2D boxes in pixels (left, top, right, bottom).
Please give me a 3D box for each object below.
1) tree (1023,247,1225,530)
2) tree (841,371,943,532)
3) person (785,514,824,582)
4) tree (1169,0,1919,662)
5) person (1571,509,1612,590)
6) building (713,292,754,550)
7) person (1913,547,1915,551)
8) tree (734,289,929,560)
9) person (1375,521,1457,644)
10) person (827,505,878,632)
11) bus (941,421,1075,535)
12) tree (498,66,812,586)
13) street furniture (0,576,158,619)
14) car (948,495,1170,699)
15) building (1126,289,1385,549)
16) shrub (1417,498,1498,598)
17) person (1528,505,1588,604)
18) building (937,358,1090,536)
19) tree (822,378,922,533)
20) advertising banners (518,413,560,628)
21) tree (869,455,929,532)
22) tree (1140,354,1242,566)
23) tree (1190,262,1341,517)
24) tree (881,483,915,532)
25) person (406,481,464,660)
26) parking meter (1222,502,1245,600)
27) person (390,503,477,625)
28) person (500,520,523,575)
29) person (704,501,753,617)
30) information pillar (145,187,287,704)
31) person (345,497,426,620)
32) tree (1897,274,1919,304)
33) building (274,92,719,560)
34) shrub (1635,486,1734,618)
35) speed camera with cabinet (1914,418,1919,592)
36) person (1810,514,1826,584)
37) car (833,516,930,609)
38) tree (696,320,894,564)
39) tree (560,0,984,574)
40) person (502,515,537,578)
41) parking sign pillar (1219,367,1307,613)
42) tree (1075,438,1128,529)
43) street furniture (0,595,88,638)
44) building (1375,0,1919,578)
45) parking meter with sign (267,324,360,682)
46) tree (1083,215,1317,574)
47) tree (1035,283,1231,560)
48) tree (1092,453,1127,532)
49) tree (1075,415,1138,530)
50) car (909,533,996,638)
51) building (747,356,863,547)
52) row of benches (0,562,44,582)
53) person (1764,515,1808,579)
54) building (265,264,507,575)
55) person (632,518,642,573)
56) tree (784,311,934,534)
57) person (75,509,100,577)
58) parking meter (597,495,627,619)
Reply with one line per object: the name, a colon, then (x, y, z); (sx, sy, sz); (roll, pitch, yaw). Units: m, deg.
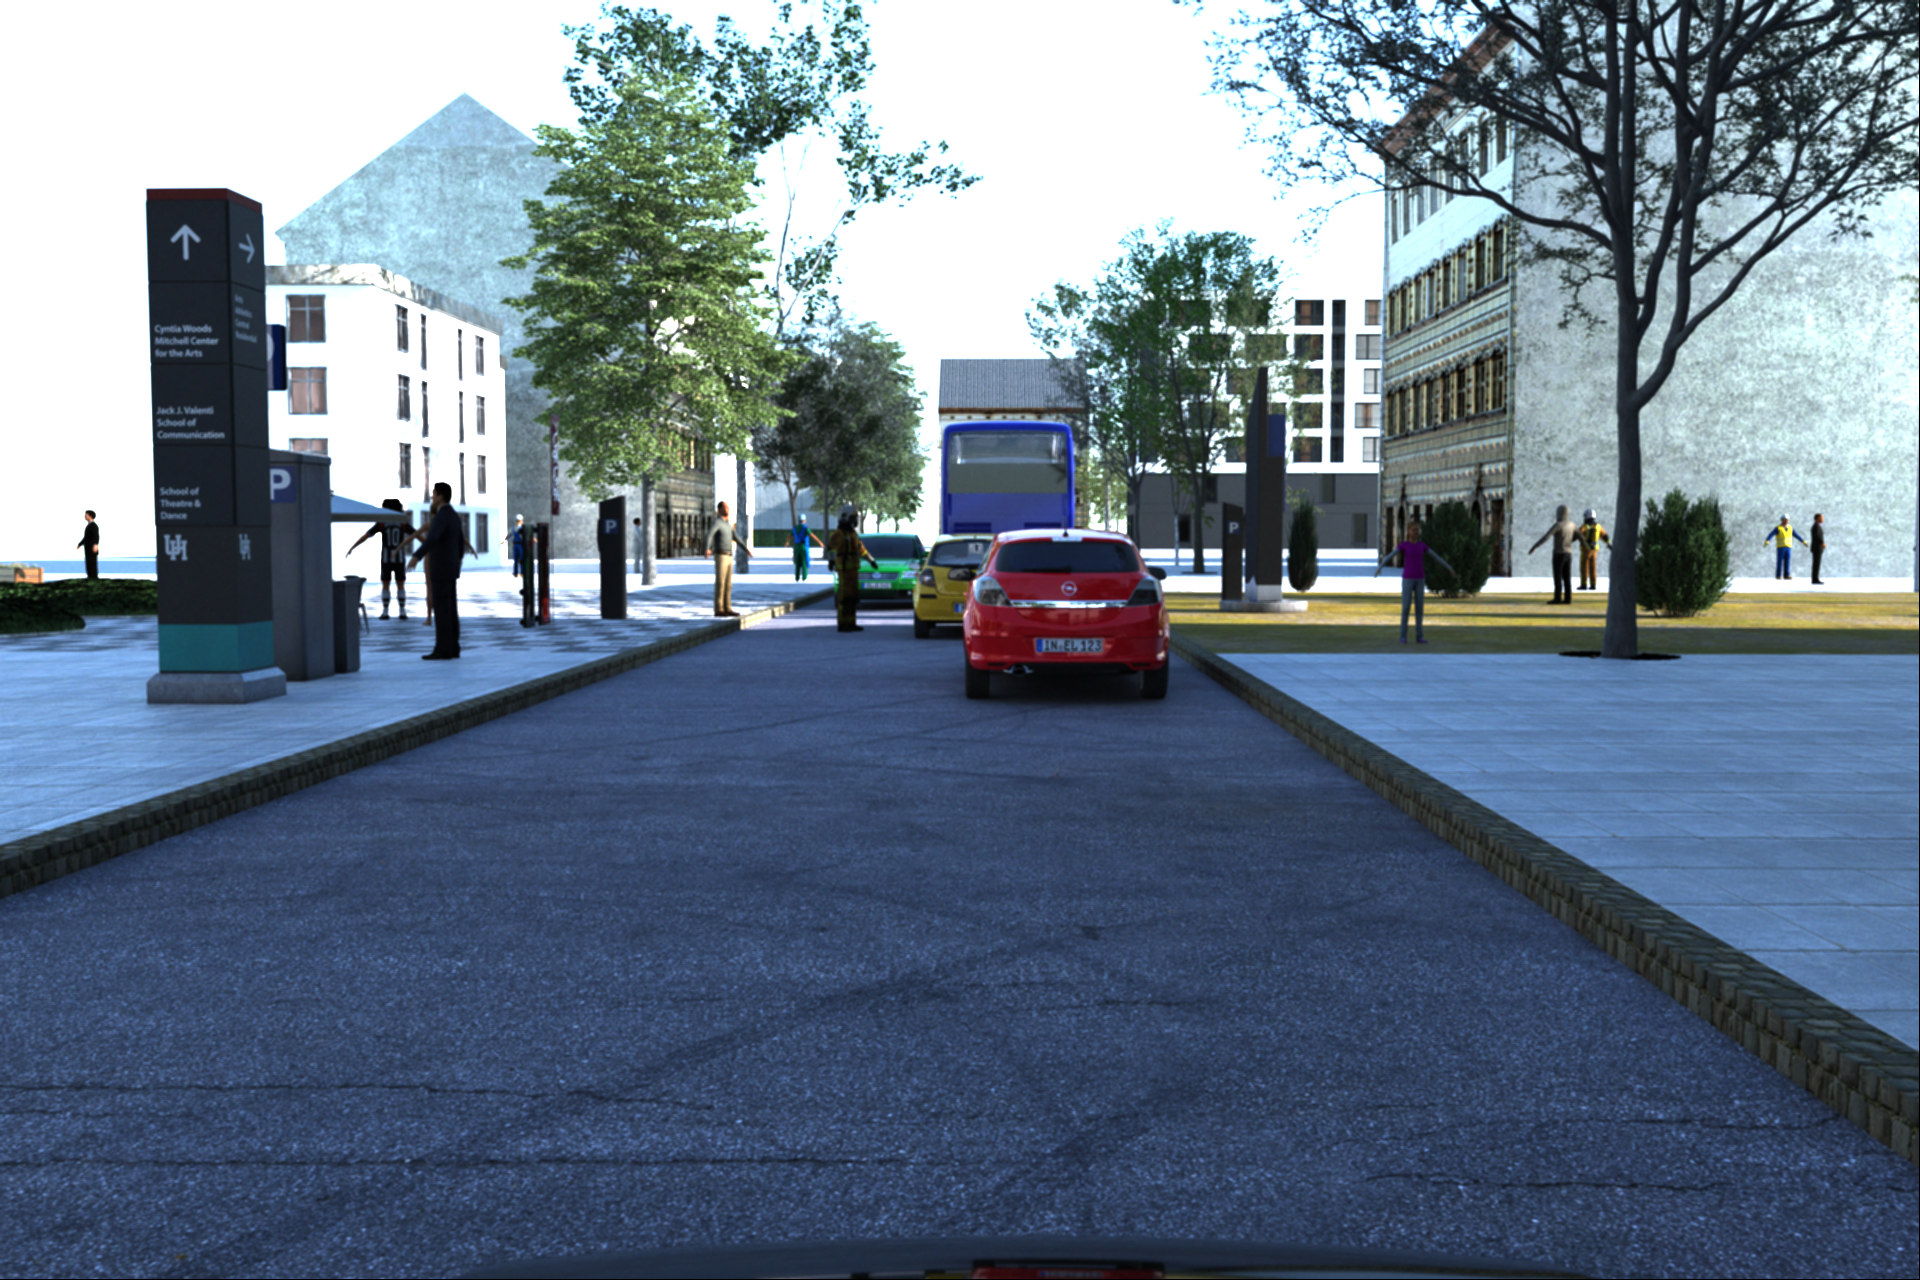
tree: (11.014, -15.756, 113.492); (12.611, 20.169, 13.585); (0, 3, 0)
tree: (-5.853, -13.160, 125.534); (12.009, 13.543, 11.850); (0, 3, 0)
person: (-4.236, -2.476, 46.602); (1.347, 1.817, 0.704); (2, 4, 35)
tree: (6.968, -6.551, 17.476); (12.009, 13.543, 11.850); (0, 3, 0)
person: (14.384, -2.073, 39.670); (1.354, 1.858, 0.705); (-1, 4, -16)
building: (-23.114, -17.134, 136.566); (16.016, 20.090, 11.380); (0, 4, 1)
person: (21.662, -2.006, 38.571); (0.705, 1.856, 1.354); (0, 4, 4)
tree: (-6.601, -10.755, 86.212); (12.009, 13.543, 11.850); (0, 3, 0)
person: (5.319, -0.672, 20.251); (0.991, 1.433, 0.599); (0, 4, -6)
person: (-1.622, -1.052, 25.430); (0.705, 1.858, 1.354); (2, 4, 26)
bus: (1.047, -2.883, 38.681); (2.896, 3.916, 12.251); (0, 4, 1)
tree: (-7.457, -7.604, 42.448); (7.486, 12.596, 7.792); (0, 3, 0)
street furniture: (-15.714, -0.901, 30.364); (10.072, 0.657, 5.734); (2, 4, 35)
car: (0.946, -0.461, 16.579); (2.155, 1.783, 4.494); (0, 4, 1)
building: (29.244, -19.372, 160.704); (27.936, 21.610, 32.646); (0, 4, 1)
shrub: (9.900, -1.855, 34.749); (1.690, 2.028, 1.600); (0, 3, 0)
person: (10.980, -1.560, 31.640); (1.348, 1.813, 0.705); (-2, 4, -23)
building: (6.539, -23.328, 214.805); (18.063, 23.208, 19.493); (0, 4, 1)
tree: (-6.200, -11.380, 111.815); (9.928, 11.665, 9.643); (0, 3, 0)
advertising banners: (-5.913, -1.732, 24.513); (0.090, 3.025, 2.074); (0, 4, 2)
tree: (-7.579, -18.251, 216.535); (7.486, 12.596, 7.792); (0, 3, 0)
tree: (8.884, -7.280, 69.385); (4.737, 8.622, 4.395); (0, 3, 0)
tree: (8.360, -5.924, 47.217); (4.360, 8.622, 3.978); (0, 3, 0)
tree: (-7.536, -15.851, 209.532); (4.737, 8.622, 4.395); (0, 3, 0)
person: (-5.326, -0.718, 17.788); (0.704, 1.823, 1.345); (0, 4, 4)
parking meter: (5.007, -1.591, 31.720); (0.399, 1.863, 0.255); (0, 4, 2)
person: (-7.402, -1.078, 24.422); (1.217, 1.733, 0.721); (-2, 4, -31)
person: (-13.776, -2.900, 53.872); (0.721, 1.772, 1.216); (3, 5, 39)
person: (-3.646, -1.261, 26.885); (0.705, 1.796, 1.348); (2, 4, 23)
information pillar: (-5.758, -1.465, 13.334); (0.750, 3.857, 0.750); (0, 4, 2)
person: (-8.500, -1.211, 25.949); (1.345, 1.843, 0.704); (-1, 4, -22)
tree: (19.052, -4.973, 31.673); (4.360, 8.622, 3.978); (0, 3, 0)
building: (-24.351, -16.193, 95.683); (19.493, 23.208, 18.063); (0, 4, 2)
shrub: (11.108, -1.369, 26.804); (1.690, 2.028, 1.600); (0, 3, 0)
speed camera with cabinet: (3.998, -0.698, 5.752); (0.660, 3.252, 2.038); (0, 4, 1)
person: (21.990, -2.333, 44.364); (0.704, 1.802, 1.346); (1, 4, 22)
car: (-1.482, -1.577, 34.578); (1.959, 1.807, 4.718); (0, 4, 2)
tree: (-7.063, -8.566, 74.472); (8.767, 10.594, 7.601); (-1, 4, -8)
tree: (-5.712, -12.163, 54.756); (12.611, 20.169, 13.585); (0, 3, 0)
person: (-12.972, -2.763, 51.031); (1.347, 1.847, 0.705); (1, 4, 21)
parking sign pillar: (5.026, -2.456, 28.629); (1.447, 3.967, 1.447); (0, 4, 0)
tree: (9.838, -10.707, 125.425); (4.737, 8.622, 4.395); (0, 3, 0)
street furniture: (-14.627, -0.218, 19.194); (5.734, 0.657, 10.072); (1, 4, 14)
building: (25.582, -13.934, 58.758); (19.493, 23.208, 18.063); (0, 4, 2)
parking meter with sign: (-5.853, -1.165, 15.304); (0.543, 3.016, 1.738); (0, 4, 2)
tree: (7.739, -7.961, 55.925); (9.928, 11.665, 9.643); (0, 3, 0)
tree: (8.637, -10.672, 84.860); (12.009, 13.543, 11.850); (0, 3, 0)
tree: (19.869, -18.077, 213.686); (7.486, 12.596, 7.792); (0, 3, 0)
tree: (9.238, -9.432, 104.579); (4.360, 8.622, 3.978); (0, 3, 0)
car: (0.236, -0.918, 25.238); (2.015, 1.641, 3.980); (0, 4, 1)
building: (-20.234, -19.658, 187.868); (16.747, 18.905, 31.486); (0, 4, 2)
row of benches: (-22.001, -1.441, 39.017); (4.104, 0.672, 1.422); (3, 4, 36)
person: (23.300, -2.629, 48.951); (1.349, 1.833, 0.705); (-1, 4, -9)
building: (-22.491, -7.709, 68.187); (9.099, 9.664, 28.070); (0, 4, 1)
person: (-10.518, -3.085, 56.630); (0.705, 1.806, 1.347); (-1, 4, -20)
tree: (-6.182, -11.892, 101.090); (9.857, 13.997, 8.962); (0, 3, 0)
person: (-18.628, -1.889, 37.071); (0.705, 1.806, 1.347); (-3, 5, -42)
parking meter: (-5.267, -1.254, 26.215); (0.399, 1.863, 0.255); (0, 4, 0)
